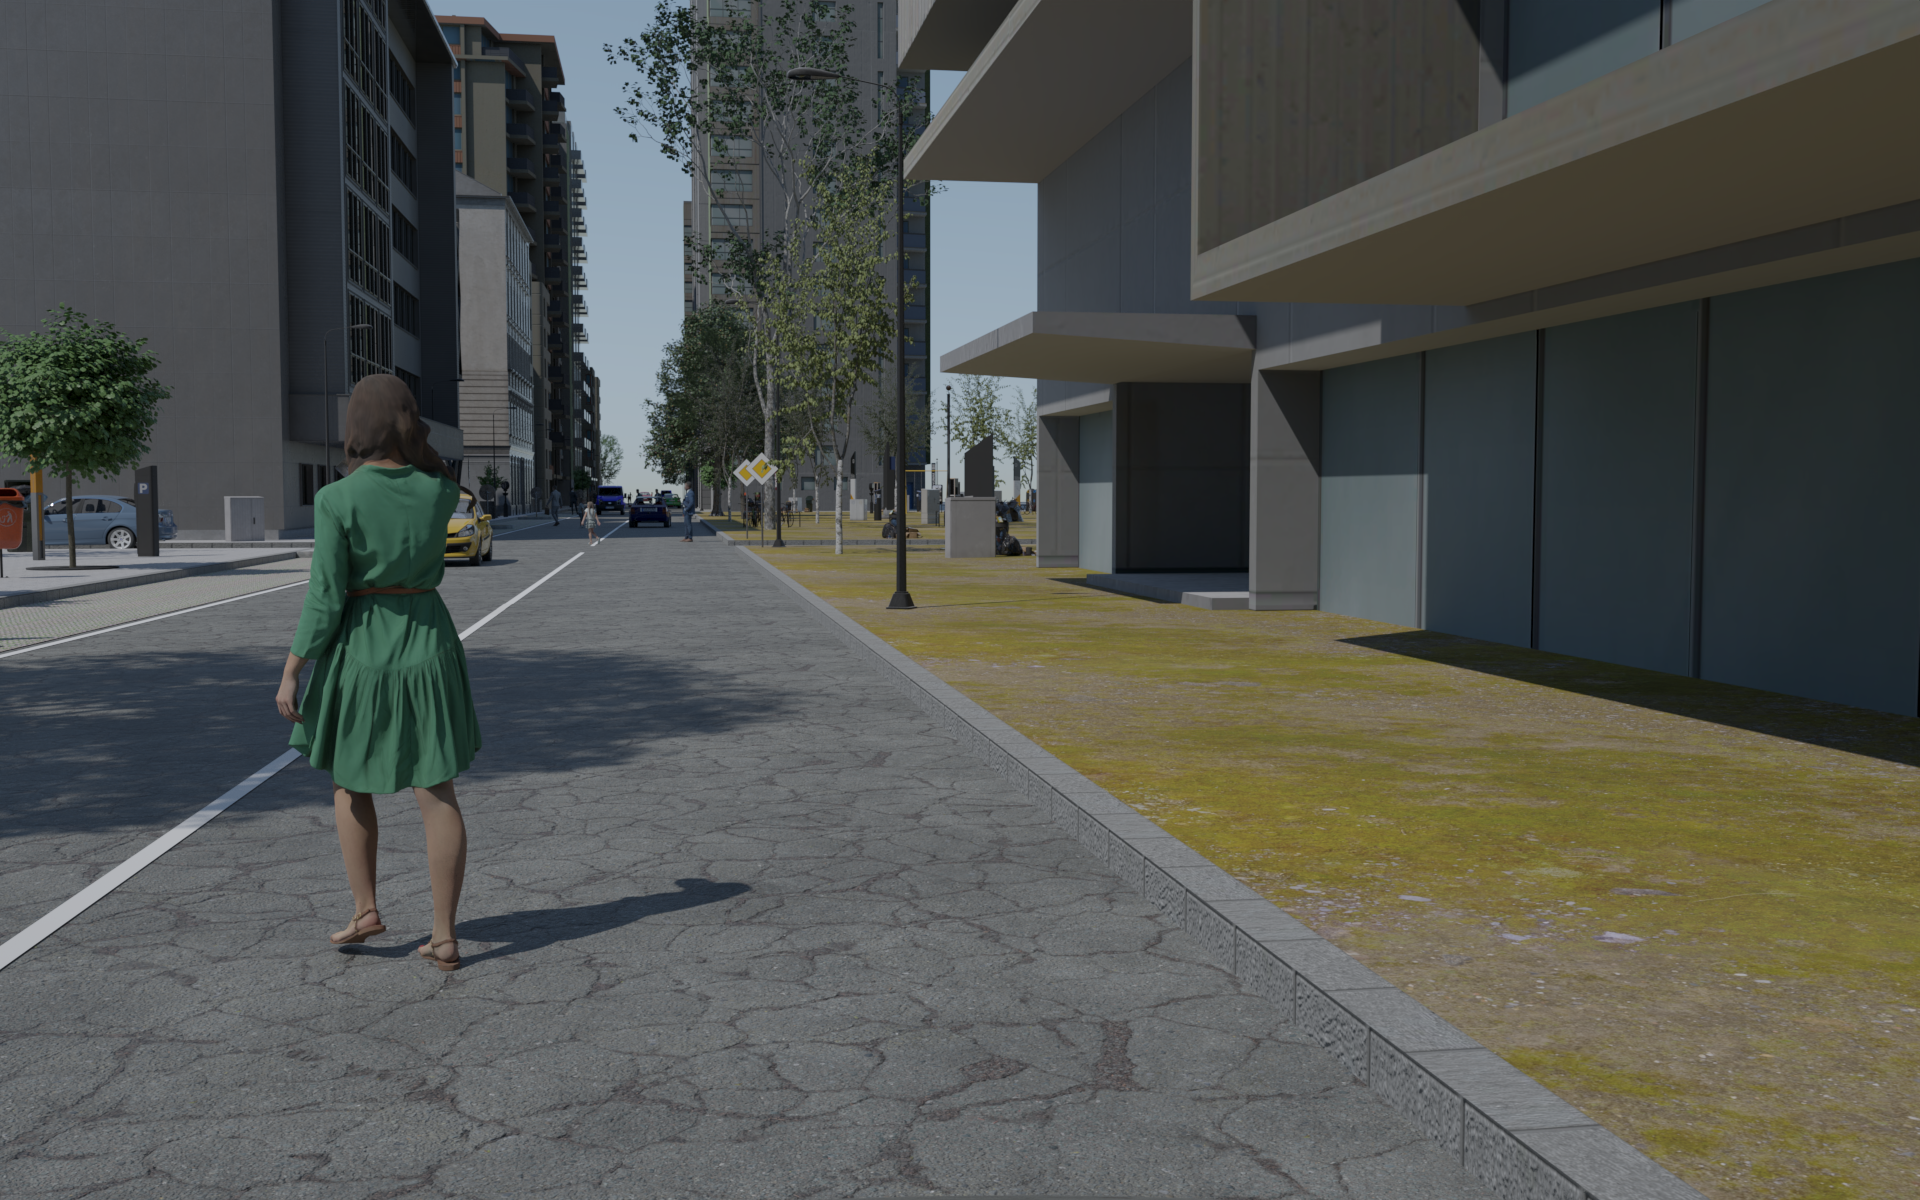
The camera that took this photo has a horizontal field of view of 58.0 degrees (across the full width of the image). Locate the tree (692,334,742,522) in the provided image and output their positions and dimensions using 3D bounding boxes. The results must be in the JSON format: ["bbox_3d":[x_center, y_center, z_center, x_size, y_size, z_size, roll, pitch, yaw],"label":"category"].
[{"bbox_3d":[-10.614,-7.964,80.578,4.360,8.622,3.978,0,3,0],"label":"tree"}]

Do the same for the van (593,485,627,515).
[{"bbox_3d":[-24.156,-7.055,119.738,2.240,2.365,5.245,-1,4,-10],"label":"van"}]

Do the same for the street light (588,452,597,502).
[{"bbox_3d":[-40.898,-13.307,190.115,1.470,5.913,1.316,-1,4,-10],"label":"street light"}]

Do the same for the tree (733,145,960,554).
[{"bbox_3d":[-2.669,-5.301,37.027,4.737,8.622,4.395,0,3,0],"label":"tree"}]

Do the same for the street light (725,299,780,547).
[{"bbox_3d":[-4.903,-4.219,41.517,1.470,5.913,1.316,-1,4,-10],"label":"street light"}]

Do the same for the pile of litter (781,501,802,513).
[{"bbox_3d":[-11.456,-6.314,117.195,1.719,0.858,1.176,-1,4,-14],"label":"pile of litter"}]

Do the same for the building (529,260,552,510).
[{"bbox_3d":[-46.687,-17.649,133.594,27.650,21.520,28.899,-1,4,-10],"label":"building"}]

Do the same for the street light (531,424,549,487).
[{"bbox_3d":[-28.124,-8.674,114.360,1.470,5.913,1.316,-1,4,-10],"label":"street light"}]

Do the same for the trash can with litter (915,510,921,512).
[{"bbox_3d":[-2.342,-6.925,124.285,1.678,1.210,2.233,-3,5,-41],"label":"trash can with litter"}]

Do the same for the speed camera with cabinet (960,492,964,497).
[{"bbox_3d":[0.360,-7.209,112.197,2.038,3.252,0.660,-1,4,-22],"label":"speed camera with cabinet"}]

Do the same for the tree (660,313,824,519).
[{"bbox_3d":[-11.116,-9.444,88.818,8.767,10.594,7.601,-1,4,-9],"label":"tree"}]

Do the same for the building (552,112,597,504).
[{"bbox_3d":[-58.260,-36.553,217.243,23.786,49.044,30.456,-1,4,-10],"label":"building"}]

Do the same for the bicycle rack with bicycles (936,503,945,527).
[{"bbox_3d":[0.113,-3.392,68.845,2.852,0.926,2.925,0,4,-3],"label":"bicycle rack with bicycles"}]

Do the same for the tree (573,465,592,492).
[{"bbox_3d":[-43.349,-13.045,196.991,4.285,4.588,4.351,0,3,0],"label":"tree"}]

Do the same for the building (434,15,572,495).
[{"bbox_3d":[-48.322,-31.031,161.985,22.147,44.769,28.867,-1,4,-10],"label":"building"}]

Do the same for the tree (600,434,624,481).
[{"bbox_3d":[-57.687,-21.573,278.467,9.928,11.665,9.643,0,3,0],"label":"tree"}]

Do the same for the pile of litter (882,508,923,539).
[{"bbox_3d":[-1.625,-2.234,50.497,1.176,0.858,1.719,3,4,38],"label":"pile of litter"}]

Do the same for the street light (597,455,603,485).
[{"bbox_3d":[-43.377,-14.216,204.977,1.470,5.913,1.316,-1,4,-10],"label":"street light"}]

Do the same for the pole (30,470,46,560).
[{"bbox_3d":[-17.848,-2.424,33.469,0.158,3.312,0.155,0,3,0],"label":"pole"}]

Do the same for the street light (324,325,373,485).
[{"bbox_3d":[-16.782,-4.584,47.497,1.470,5.913,1.316,-1,4,-10],"label":"street light"}]

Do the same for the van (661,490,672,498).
[{"bbox_3d":[-46.031,-16.327,271.324,2.240,2.365,5.245,-1,4,-10],"label":"van"}]

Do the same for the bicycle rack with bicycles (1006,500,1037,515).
[{"bbox_3d":[3.320,-5.794,108.119,2.852,0.926,2.925,-2,4,-35],"label":"bicycle rack with bicycles"}]

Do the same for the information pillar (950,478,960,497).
[{"bbox_3d":[-0.280,-4.625,80.110,0.304,2.012,0.304,2,4,35],"label":"information pillar"}]

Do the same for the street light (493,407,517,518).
[{"bbox_3d":[-24.226,-7.316,92.165,1.470,5.913,1.316,-1,4,-10],"label":"street light"}]

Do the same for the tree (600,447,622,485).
[{"bbox_3d":[-54.542,-19.377,267.171,4.737,8.622,4.395,0,3,0],"label":"tree"}]

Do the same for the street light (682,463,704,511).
[{"bbox_3d":[-20.165,-9.716,131.391,1.470,5.913,1.316,-1,4,-10],"label":"street light"}]

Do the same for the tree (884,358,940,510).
[{"bbox_3d":[-3.250,-8.823,94.618,4.360,8.622,3.978,0,3,0],"label":"tree"}]

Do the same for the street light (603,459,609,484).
[{"bbox_3d":[-47.197,-15.575,227.185,1.470,5.913,1.316,-1,4,-10],"label":"street light"}]

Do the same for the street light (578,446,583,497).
[{"bbox_3d":[-37.208,-11.948,167.885,1.470,5.913,1.316,-1,4,-10],"label":"street light"}]

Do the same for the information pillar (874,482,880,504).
[{"bbox_3d":[-5.242,-6.437,109.733,0.304,2.012,0.304,3,4,38],"label":"information pillar"}]

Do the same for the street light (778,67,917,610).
[{"bbox_3d":[-1.190,-2.849,19.127,1.470,5.913,1.316,-1,4,-10],"label":"street light"}]

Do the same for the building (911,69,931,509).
[{"bbox_3d":[-13.366,-37.613,156.966,21.231,58.520,28.212,-1,4,-10],"label":"building"}]

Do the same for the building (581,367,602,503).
[{"bbox_3d":[-65.885,-24.600,247.242,27.650,21.520,28.899,-1,4,-10],"label":"building"}]

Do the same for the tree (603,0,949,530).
[{"bbox_3d":[-5.560,-12.644,62.624,12.611,20.169,13.585,0,3,0],"label":"tree"}]

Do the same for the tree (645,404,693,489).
[{"bbox_3d":[-32.446,-18.382,207.195,9.857,13.997,8.962,0,3,0],"label":"tree"}]

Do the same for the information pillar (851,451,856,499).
[{"bbox_3d":[-5.794,-6.293,94.252,0.183,3.616,0.504,-2,4,-32],"label":"information pillar"}]

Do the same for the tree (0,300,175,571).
[{"bbox_3d":[-15.175,-2.809,29.642,4.285,4.588,4.351,0,3,0],"label":"tree"}]

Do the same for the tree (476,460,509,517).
[{"bbox_3d":[-26.889,-6.377,98.872,1.663,3.219,1.824,0,3,0],"label":"tree"}]

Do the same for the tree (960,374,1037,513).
[{"bbox_3d":[0.971,-8.441,88.374,4.737,8.622,4.395,0,3,0],"label":"tree"}]

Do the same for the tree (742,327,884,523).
[{"bbox_3d":[-6.397,-7.644,75.348,4.360,8.622,3.978,0,3,0],"label":"tree"}]

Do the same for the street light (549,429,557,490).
[{"bbox_3d":[-29.598,-9.219,123.272,1.470,5.913,1.316,-1,4,-10],"label":"street light"}]

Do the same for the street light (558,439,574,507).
[{"bbox_3d":[-33.360,-10.578,145.490,1.470,5.913,1.316,-1,4,-10],"label":"street light"}]

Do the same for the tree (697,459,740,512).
[{"bbox_3d":[-17.436,-8.699,125.934,4.285,4.588,4.351,0,3,0],"label":"tree"}]

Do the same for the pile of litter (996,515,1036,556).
[{"bbox_3d":[0.933,-1.376,36.462,1.176,0.858,1.719,-3,4,-37],"label":"pile of litter"}]

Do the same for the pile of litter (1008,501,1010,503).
[{"bbox_3d":[3.227,-6.462,119.623,1.176,0.858,1.719,1,4,16],"label":"pile of litter"}]

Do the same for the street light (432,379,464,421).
[{"bbox_3d":[-20.620,-5.943,69.702,1.470,5.913,1.316,-1,4,-10],"label":"street light"}]

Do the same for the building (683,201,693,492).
[{"bbox_3d":[-31.788,-34.298,244.359,14.154,41.232,14.086,-1,4,-10],"label":"building"}]

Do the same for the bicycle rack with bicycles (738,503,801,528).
[{"bbox_3d":[-7.441,-3.280,67.005,2.852,0.926,2.925,1,4,10],"label":"bicycle rack with bicycles"}]

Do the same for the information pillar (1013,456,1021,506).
[{"bbox_3d":[3.482,-7.032,106.320,0.504,3.616,0.183,-2,4,-32],"label":"information pillar"}]

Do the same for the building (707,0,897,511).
[{"bbox_3d":[-12.615,-27.647,135.623,14.154,41.232,14.086,-1,4,-10],"label":"building"}]

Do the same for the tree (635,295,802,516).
[{"bbox_3d":[-13.999,-11.205,100.202,9.611,12.733,9.660,0,3,0],"label":"tree"}]

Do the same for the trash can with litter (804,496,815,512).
[{"bbox_3d":[-10.582,-6.740,121.584,0.624,1.170,1.055,1,4,10],"label":"trash can with litter"}]
